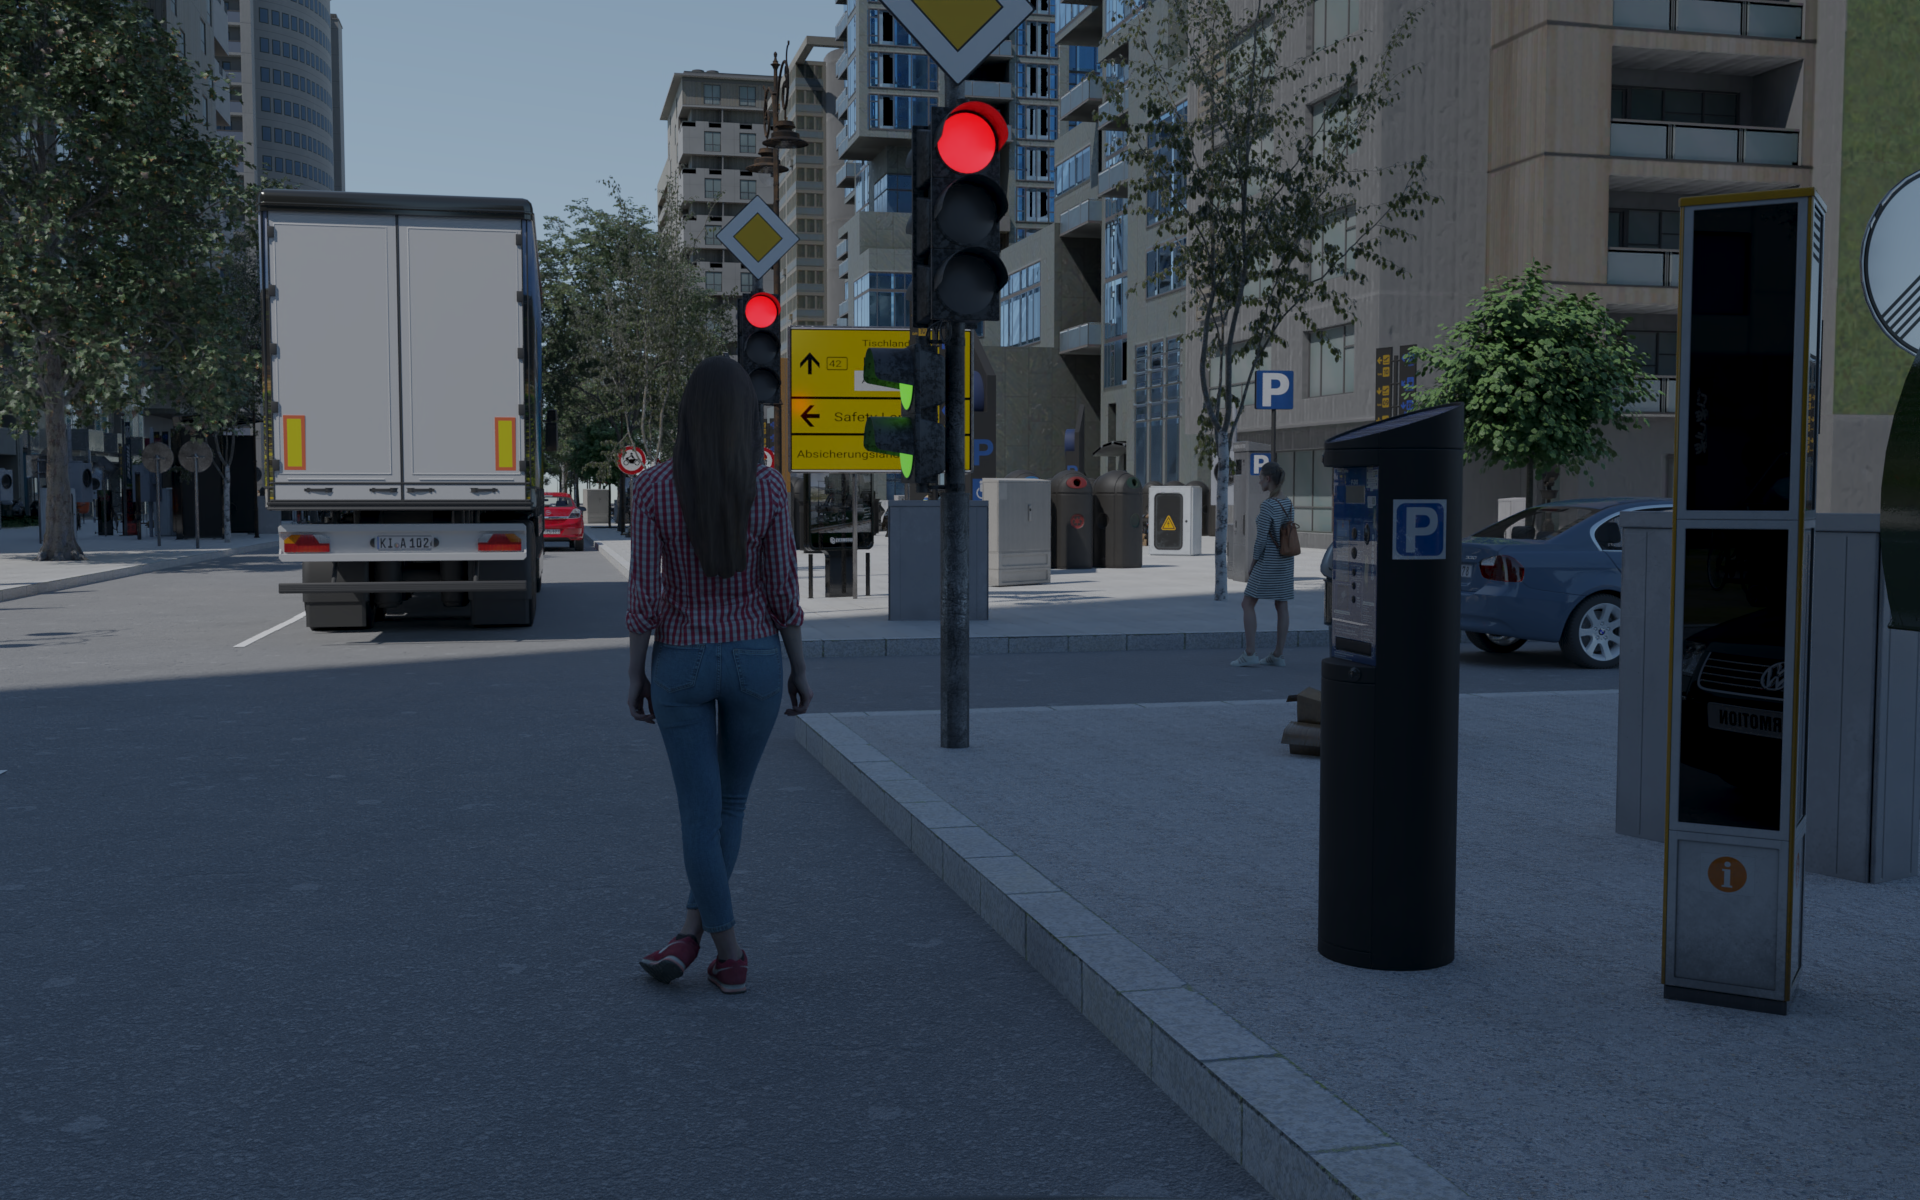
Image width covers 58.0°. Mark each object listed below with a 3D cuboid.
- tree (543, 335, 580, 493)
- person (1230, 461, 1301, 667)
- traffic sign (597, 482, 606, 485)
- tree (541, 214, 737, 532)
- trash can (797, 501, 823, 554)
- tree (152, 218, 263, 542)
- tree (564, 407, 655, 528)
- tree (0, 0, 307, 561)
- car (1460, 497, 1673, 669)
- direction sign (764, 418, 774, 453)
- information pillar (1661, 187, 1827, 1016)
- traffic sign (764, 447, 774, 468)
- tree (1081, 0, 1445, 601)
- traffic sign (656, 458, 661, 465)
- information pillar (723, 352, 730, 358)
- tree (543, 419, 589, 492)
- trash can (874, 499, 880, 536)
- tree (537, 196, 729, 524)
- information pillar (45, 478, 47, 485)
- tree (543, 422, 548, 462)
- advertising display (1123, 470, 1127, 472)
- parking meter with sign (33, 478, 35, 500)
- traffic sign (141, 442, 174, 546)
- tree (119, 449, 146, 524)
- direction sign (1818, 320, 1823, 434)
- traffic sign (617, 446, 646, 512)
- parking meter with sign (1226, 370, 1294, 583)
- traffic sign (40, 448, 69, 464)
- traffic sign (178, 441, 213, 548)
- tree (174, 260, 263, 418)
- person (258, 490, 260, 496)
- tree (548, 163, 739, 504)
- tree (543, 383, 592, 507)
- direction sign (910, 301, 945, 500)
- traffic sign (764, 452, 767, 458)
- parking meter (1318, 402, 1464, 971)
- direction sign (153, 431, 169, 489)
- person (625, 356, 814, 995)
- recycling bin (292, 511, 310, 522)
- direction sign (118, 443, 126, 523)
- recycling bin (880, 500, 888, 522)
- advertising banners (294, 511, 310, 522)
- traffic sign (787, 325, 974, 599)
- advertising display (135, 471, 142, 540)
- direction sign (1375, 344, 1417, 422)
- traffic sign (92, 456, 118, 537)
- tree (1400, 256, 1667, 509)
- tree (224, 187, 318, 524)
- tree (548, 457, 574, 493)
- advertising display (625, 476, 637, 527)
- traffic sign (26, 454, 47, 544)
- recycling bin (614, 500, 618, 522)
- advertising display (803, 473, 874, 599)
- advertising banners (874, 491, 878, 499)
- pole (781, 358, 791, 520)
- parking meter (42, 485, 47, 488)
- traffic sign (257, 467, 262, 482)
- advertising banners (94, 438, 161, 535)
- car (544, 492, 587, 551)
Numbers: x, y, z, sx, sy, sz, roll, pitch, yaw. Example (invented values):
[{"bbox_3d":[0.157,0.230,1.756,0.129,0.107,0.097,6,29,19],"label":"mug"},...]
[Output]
[{"bbox_3d":[-43.849,-20.833,196.513,12.611,20.169,13.585,0,3,0],"label":"tree"},{"bbox_3d":[2.596,-0.300,14.410,0.522,1.701,0.512,3,5,41],"label":"person"},{"bbox_3d":[-17.691,-5.254,85.900,0.884,2.594,0.081,-1,4,-10],"label":"traffic sign"},{"bbox_3d":[-11.526,-7.594,58.578,8.767,10.594,7.601,-1,4,-14],"label":"tree"},{"bbox_3d":[-3.171,-1.584,37.557,0.748,1.137,0.748,0,3,0],"label":"trash can"},{"bbox_3d":[-19.482,-5.845,45.932,4.360,8.622,3.978,0,3,0],"label":"tree"},{"bbox_3d":[-13.266,-5.010,65.634,4.285,4.588,4.351,0,3,0],"label":"tree"},{"bbox_3d":[-17.503,-7.109,33.240,9.611,12.733,9.660,0,3,0],"label":"tree"},{"bbox_3d":[6.275,-0.198,15.246,4.499,1.417,2.014,-1,4,-14],"label":"car"},{"bbox_3d":[-5.730,-3.664,51.899,0.379,3.537,0.876,-3,4,-37],"label":"direction sign"},{"bbox_3d":[1.983,0.006,4.389,0.304,2.012,0.304,2,4,31],"label":"information pillar"},{"bbox_3d":[-5.313,-2.836,46.474,0.768,2.556,0.104,0,4,-4],"label":"traffic sign"},{"bbox_3d":[3.375,-4.303,20.723,4.360,8.622,3.978,0,3,0],"label":"tree"},{"bbox_3d":[-10.963,-3.854,63.013,0.884,2.594,0.081,-1,4,-12],"label":"traffic sign"},{"bbox_3d":[-3.765,-2.275,28.543,0.183,3.616,0.504,-2,4,-31],"label":"information pillar"},{"bbox_3d":[-52.628,-19.041,228.319,9.611,12.733,9.660,0,3,0],"label":"tree"},{"bbox_3d":[-2.814,-2.563,53.561,0.748,1.137,0.748,0,3,0],"label":"trash can"},{"bbox_3d":[-14.433,-10.258,74.380,9.857,13.997,8.962,0,3,0],"label":"tree"},{"bbox_3d":[-27.331,-2.916,52.171,0.304,2.012,0.304,-3,4,-39],"label":"information pillar"},{"bbox_3d":[-27.801,-10.611,123.857,4.360,8.622,3.978,0,3,0],"label":"tree"},{"bbox_3d":[4.479,-2.586,47.490,0.123,1.923,0.974,1,4,10],"label":"advertising display"},{"bbox_3d":[-40.544,-4.974,77.586,1.738,3.016,0.543,-1,4,-23],"label":"parking meter with sign"},{"bbox_3d":[-19.673,-2.591,42.473,0.768,2.556,0.104,0,4,-4],"label":"traffic sign"},{"bbox_3d":[-35.329,-4.889,74.533,1.663,3.219,1.824,0,3,0],"label":"tree"},{"bbox_3d":[10.806,-1.864,22.472,0.876,3.537,0.379,-1,4,-21],"label":"direction sign"},{"bbox_3d":[-8.618,-2.776,45.497,0.768,2.556,0.104,-1,4,-9],"label":"traffic sign"},{"bbox_3d":[4.312,-1.778,25.324,0.543,3.016,1.738,-1,4,-8],"label":"parking meter with sign"},{"bbox_3d":[-24.208,-2.824,46.281,0.768,2.556,0.104,0,4,-6],"label":"traffic sign"},{"bbox_3d":[-18.006,-2.491,40.834,0.768,2.556,0.104,-1,4,-11],"label":"traffic sign"},{"bbox_3d":[-23.715,-7.709,60.453,7.601,10.594,8.767,0,4,-7],"label":"tree"},{"bbox_3d":[-65.842,-9.426,162.625,0.705,1.823,1.348,-2,4,-30],"label":"person"},{"bbox_3d":[-6.995,-5.433,39.189,4.360,8.622,3.978,0,3,0],"label":"tree"},{"bbox_3d":[-31.557,-13.224,141.969,9.928,11.665,9.643,0,3,0],"label":"tree"},{"bbox_3d":[-0.287,-1.704,19.862,0.379,3.537,0.876,-3,5,-41],"label":"direction sign"},{"bbox_3d":[-3.311,-1.576,25.771,0.884,2.594,0.081,-1,4,-11],"label":"traffic sign"},{"bbox_3d":[1.188,0.221,4.790,0.372,1.533,0.369,0,3,0],"label":"parking meter"},{"bbox_3d":[-28.911,-4.327,62.749,0.876,3.537,0.379,2,4,32],"label":"direction sign"},{"bbox_3d":[-0.688,0.214,5.012,0.555,1.821,0.388,-2,4,-26],"label":"person"},{"bbox_3d":[-30.664,-4.177,80.842,0.722,1.027,0.722,0,4,8],"label":"recycling bin"},{"bbox_3d":[-37.545,-5.243,77.712,0.379,3.537,0.876,0,4,-6],"label":"direction sign"},{"bbox_3d":[-2.810,-3.552,70.627,0.722,1.027,0.722,-2,4,-28],"label":"recycling bin"},{"bbox_3d":[-29.374,-4.938,76.919,0.090,3.025,2.074,-3,5,-42],"label":"advertising banners"},{"bbox_3d":[-0.960,-1.667,21.121,2.265,3.308,0.079,0,4,-7],"label":"traffic sign"},{"bbox_3d":[-23.238,-2.677,48.983,0.123,1.923,0.974,-2,4,-26],"label":"advertising display"},{"bbox_3d":[6.677,-2.117,26.610,0.379,3.537,0.876,-2,4,-28],"label":"direction sign"},{"bbox_3d":[-25.816,-3.125,52.280,0.795,2.450,0.064,-1,4,-13],"label":"traffic sign"},{"bbox_3d":[7.911,-2.452,23.810,4.285,4.588,4.351,0,3,0],"label":"tree"},{"bbox_3d":[-26.602,-9.795,70.512,12.009,13.543,11.850,0,3,0],"label":"tree"},{"bbox_3d":[-49.847,-16.299,216.850,4.737,8.622,4.395,0,3,0],"label":"tree"},{"bbox_3d":[-11.858,-3.534,62.993,0.974,1.923,0.123,-1,4,-12],"label":"advertising display"},{"bbox_3d":[-23.666,-2.593,44.520,0.606,2.300,0.079,0,4,-6],"label":"traffic sign"},{"bbox_3d":[-15.323,-4.064,79.007,0.722,1.027,0.722,-2,4,-31],"label":"recycling bin"},{"bbox_3d":[-1.500,-0.996,21.503,0.974,1.923,0.123,-3,4,-37],"label":"advertising display"},{"bbox_3d":[-4.233,-4.345,67.230,2.074,3.025,0.090,0,4,-5],"label":"advertising banners"},{"bbox_3d":[-2.654,-1.972,26.079,0.158,3.312,0.155,0,3,0],"label":"pole"},{"bbox_3d":[-25.852,-2.494,49.186,0.372,1.533,0.369,0,3,0],"label":"parking meter"},{"bbox_3d":[-31.895,-4.775,78.176,0.768,2.556,0.104,0,4,-4],"label":"traffic sign"},{"bbox_3d":[-25.754,-3.514,53.640,2.074,3.025,0.090,0,4,-3],"label":"advertising banners"},{"bbox_3d":[-10.722,-2.185,44.761,2.155,1.783,4.494,-1,4,-15],"label":"car"}]
